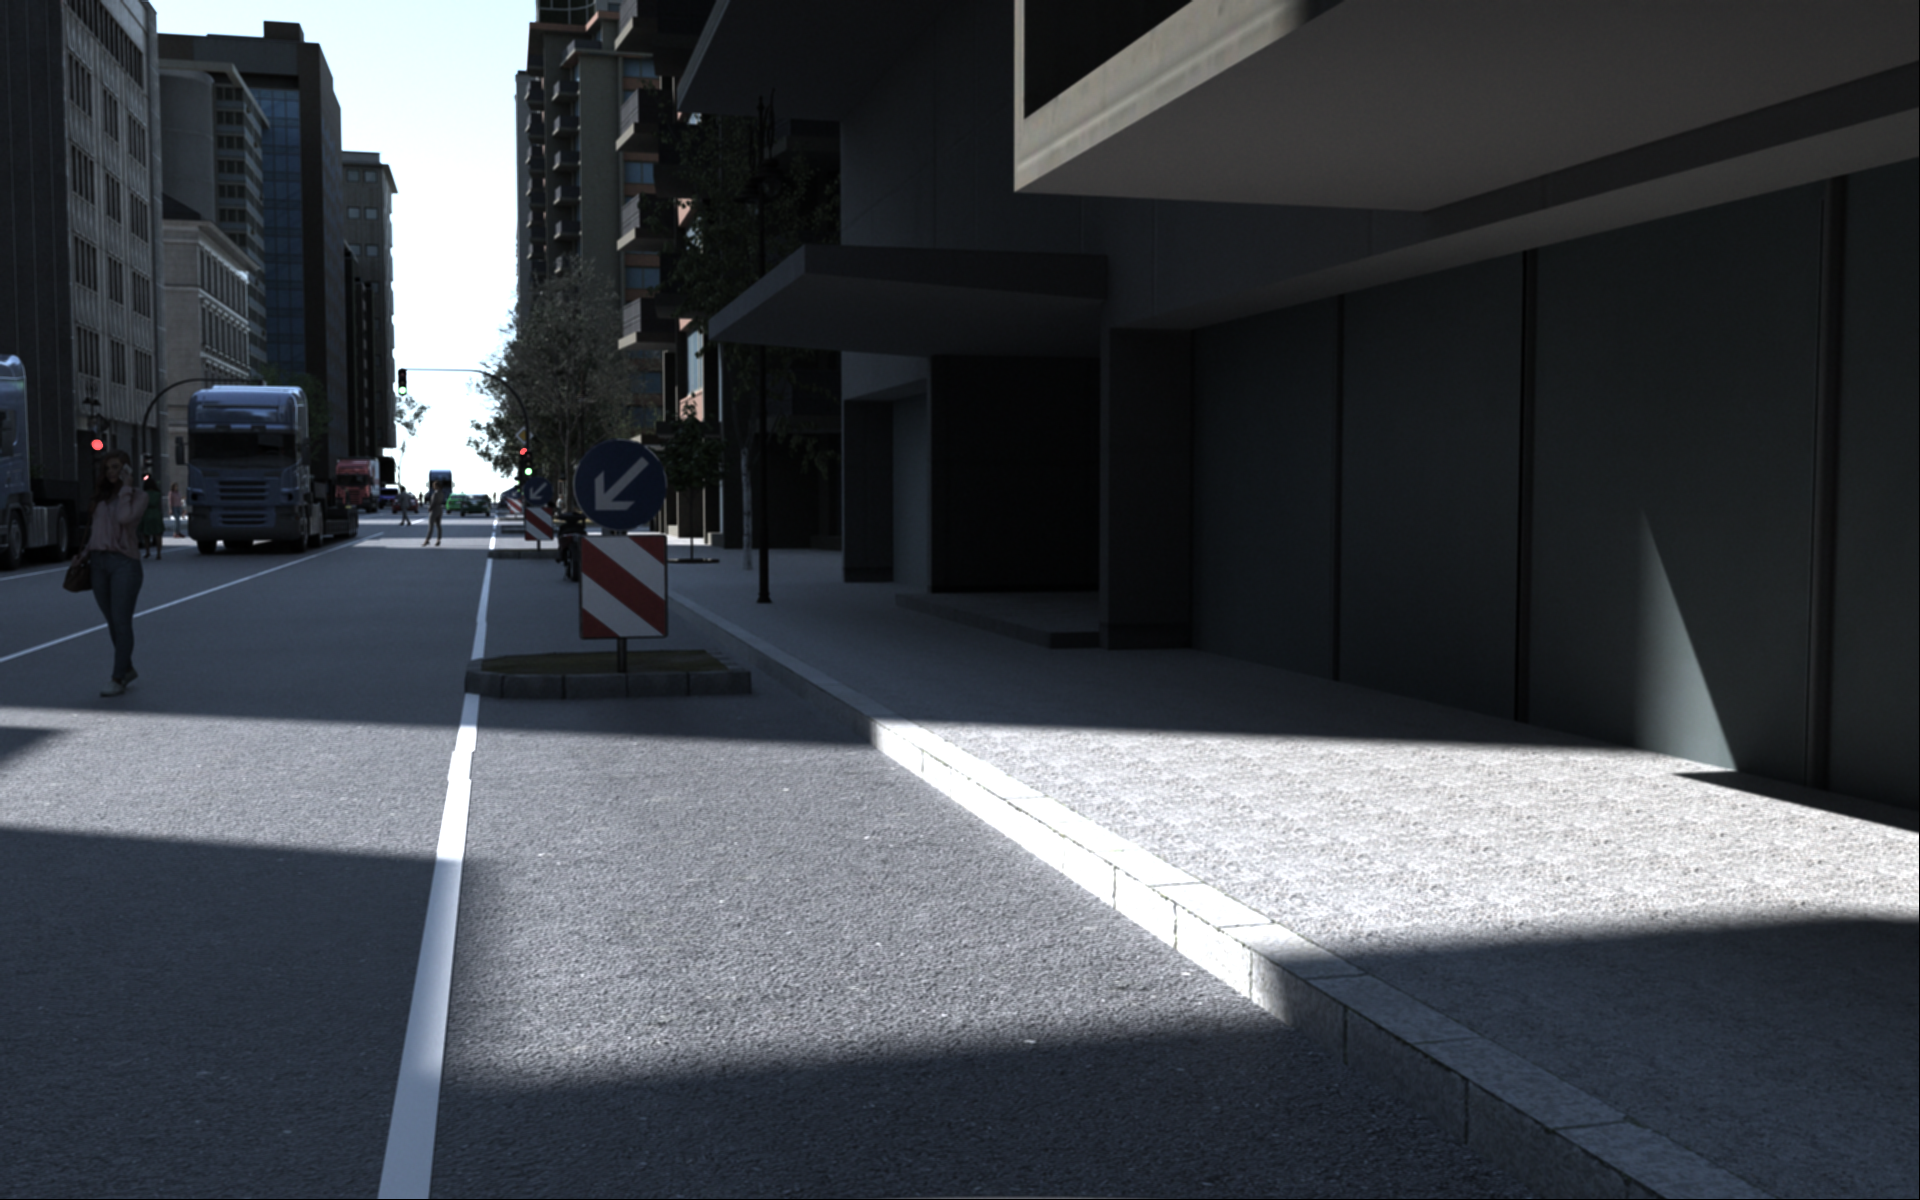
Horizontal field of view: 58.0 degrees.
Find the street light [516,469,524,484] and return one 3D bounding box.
[{"bbox_3d":[-64.665,-17.264,255.058,0.468,5.910,1.993,-1,4,-15],"label":"street light"}]

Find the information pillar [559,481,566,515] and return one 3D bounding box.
[{"bbox_3d":[-21.708,-5.515,94.668,0.304,2.012,0.304,2,4,35],"label":"information pillar"}]

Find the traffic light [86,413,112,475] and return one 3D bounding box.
[{"bbox_3d":[-29.788,-4.349,60.035,0.839,4.253,0.868,-1,4,-15],"label":"traffic light"}]

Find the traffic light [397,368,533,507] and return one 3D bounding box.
[{"bbox_3d":[-17.911,-5.406,63.054,4.771,5.953,1.251,-1,4,-15],"label":"traffic light"}]

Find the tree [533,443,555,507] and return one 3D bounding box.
[{"bbox_3d":[-29.633,-10.616,123.930,4.737,8.622,4.395,0,3,0],"label":"tree"}]

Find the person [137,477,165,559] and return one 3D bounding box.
[{"bbox_3d":[-17.776,-1.793,38.061,0.529,1.795,0.600,3,4,37],"label":"person"}]

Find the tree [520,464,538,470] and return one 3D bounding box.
[{"bbox_3d":[-55.854,-16.810,225.209,4.360,8.622,3.978,0,3,0],"label":"tree"}]

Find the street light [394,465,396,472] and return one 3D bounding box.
[{"bbox_3d":[-86.644,-17.912,265.641,0.468,5.910,1.993,-1,4,-15],"label":"street light"}]

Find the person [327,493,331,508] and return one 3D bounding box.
[{"bbox_3d":[-59.285,-9.366,162.434,0.557,1.426,1.065,1,4,9],"label":"person"}]

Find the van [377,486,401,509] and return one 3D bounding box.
[{"bbox_3d":[-55.272,-9.999,167.871,2.240,2.365,5.245,-1,4,-16],"label":"van"}]

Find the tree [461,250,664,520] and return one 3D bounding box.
[{"bbox_3d":[-19.509,-10.770,86.451,12.009,13.543,11.850,0,3,0],"label":"tree"}]

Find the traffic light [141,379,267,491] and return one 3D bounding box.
[{"bbox_3d":[-29.842,-5.728,68.320,4.771,5.953,1.251,-1,4,-15],"label":"traffic light"}]

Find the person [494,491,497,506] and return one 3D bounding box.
[{"bbox_3d":[-54.728,-11.897,203.534,0.721,1.766,1.217,-1,4,-11],"label":"person"}]

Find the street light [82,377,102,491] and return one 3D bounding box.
[{"bbox_3d":[-34.163,-5.840,68.277,0.468,5.910,1.993,-1,4,-15],"label":"street light"}]

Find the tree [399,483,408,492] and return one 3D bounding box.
[{"bbox_3d":[-92.437,-17.870,286.771,1.663,3.219,1.824,0,3,0],"label":"tree"}]

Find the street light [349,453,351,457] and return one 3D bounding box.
[{"bbox_3d":[-65.324,-13.016,185.594,0.468,5.910,1.993,-1,4,-15],"label":"street light"}]

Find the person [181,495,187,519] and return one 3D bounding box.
[{"bbox_3d":[-39.514,-4.708,88.030,0.382,1.210,0.505,-2,4,-34],"label":"person"}]

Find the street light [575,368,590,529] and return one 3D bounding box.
[{"bbox_3d":[-13.812,-5.543,63.416,0.468,5.910,1.993,-1,4,-15],"label":"street light"}]

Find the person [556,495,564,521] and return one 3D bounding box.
[{"bbox_3d":[-19.046,-4.392,82.537,0.352,1.250,0.332,-1,4,-19],"label":"person"}]

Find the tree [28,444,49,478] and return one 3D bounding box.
[{"bbox_3d":[-31.772,-3.888,58.178,1.663,3.219,1.824,0,3,0],"label":"tree"}]

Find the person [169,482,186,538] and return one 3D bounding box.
[{"bbox_3d":[-25.608,-2.940,56.576,0.388,1.821,0.555,1,4,10],"label":"person"}]

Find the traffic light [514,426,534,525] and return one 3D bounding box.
[{"bbox_3d":[-17.965,-5.047,71.446,0.839,4.253,0.868,-1,4,-15],"label":"traffic light"}]

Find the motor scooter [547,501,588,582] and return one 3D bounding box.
[{"bbox_3d":[-6.464,-0.988,28.938,0.815,1.314,1.986,-1,4,-16],"label":"motor scooter"}]

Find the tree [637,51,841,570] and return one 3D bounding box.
[{"bbox_3d":[-3.478,-4.798,28.812,4.737,8.622,4.395,0,3,0],"label":"tree"}]

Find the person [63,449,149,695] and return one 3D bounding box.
[{"bbox_3d":[-6.094,-0.210,12.530,0.593,1.750,0.643,1,4,13],"label":"person"}]

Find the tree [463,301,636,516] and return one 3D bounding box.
[{"bbox_3d":[-23.624,-11.268,101.237,9.611,12.733,9.660,0,3,0],"label":"tree"}]

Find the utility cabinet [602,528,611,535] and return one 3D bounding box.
[{"bbox_3d":[-8.762,-1.976,43.476,0.306,1.237,1.020,0,4,-1],"label":"utility cabinet"}]

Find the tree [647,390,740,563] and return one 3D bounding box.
[{"bbox_3d":[-4.995,-2.308,32.340,1.663,3.219,1.824,0,3,0],"label":"tree"}]

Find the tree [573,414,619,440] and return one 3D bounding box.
[{"bbox_3d":[-24.620,-10.041,114.525,4.360,8.622,3.978,0,3,0],"label":"tree"}]

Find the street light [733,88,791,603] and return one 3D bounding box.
[{"bbox_3d":[-2.313,-2.904,20.273,0.468,5.910,1.993,-1,4,-15],"label":"street light"}]

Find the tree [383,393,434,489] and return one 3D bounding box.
[{"bbox_3d":[-96.444,-26.863,295.097,12.611,20.169,13.585,0,3,0],"label":"tree"}]

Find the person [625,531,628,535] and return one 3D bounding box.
[{"bbox_3d":[-9.188,-2.495,46.859,0.660,1.820,0.620,0,4,1],"label":"person"}]

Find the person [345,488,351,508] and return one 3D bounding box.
[{"bbox_3d":[-37.620,-5.991,106.673,0.699,1.804,1.509,0,4,0],"label":"person"}]

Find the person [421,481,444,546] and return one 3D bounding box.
[{"bbox_3d":[-14.554,-2.385,47.775,0.573,1.790,0.520,0,4,-5],"label":"person"}]

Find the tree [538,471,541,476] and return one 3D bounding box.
[{"bbox_3d":[-35.369,-9.254,145.907,1.663,3.219,1.824,0,3,0],"label":"tree"}]

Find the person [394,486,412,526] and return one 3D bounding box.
[{"bbox_3d":[-25.245,-4.275,78.672,0.850,1.792,0.678,2,4,26],"label":"person"}]

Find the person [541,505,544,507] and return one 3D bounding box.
[{"bbox_3d":[-28.576,-6.596,118.572,0.332,1.250,0.352,1,4,19],"label":"person"}]

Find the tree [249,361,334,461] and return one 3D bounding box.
[{"bbox_3d":[-52.900,-12.862,136.056,9.928,11.665,9.643,0,3,0],"label":"tree"}]
